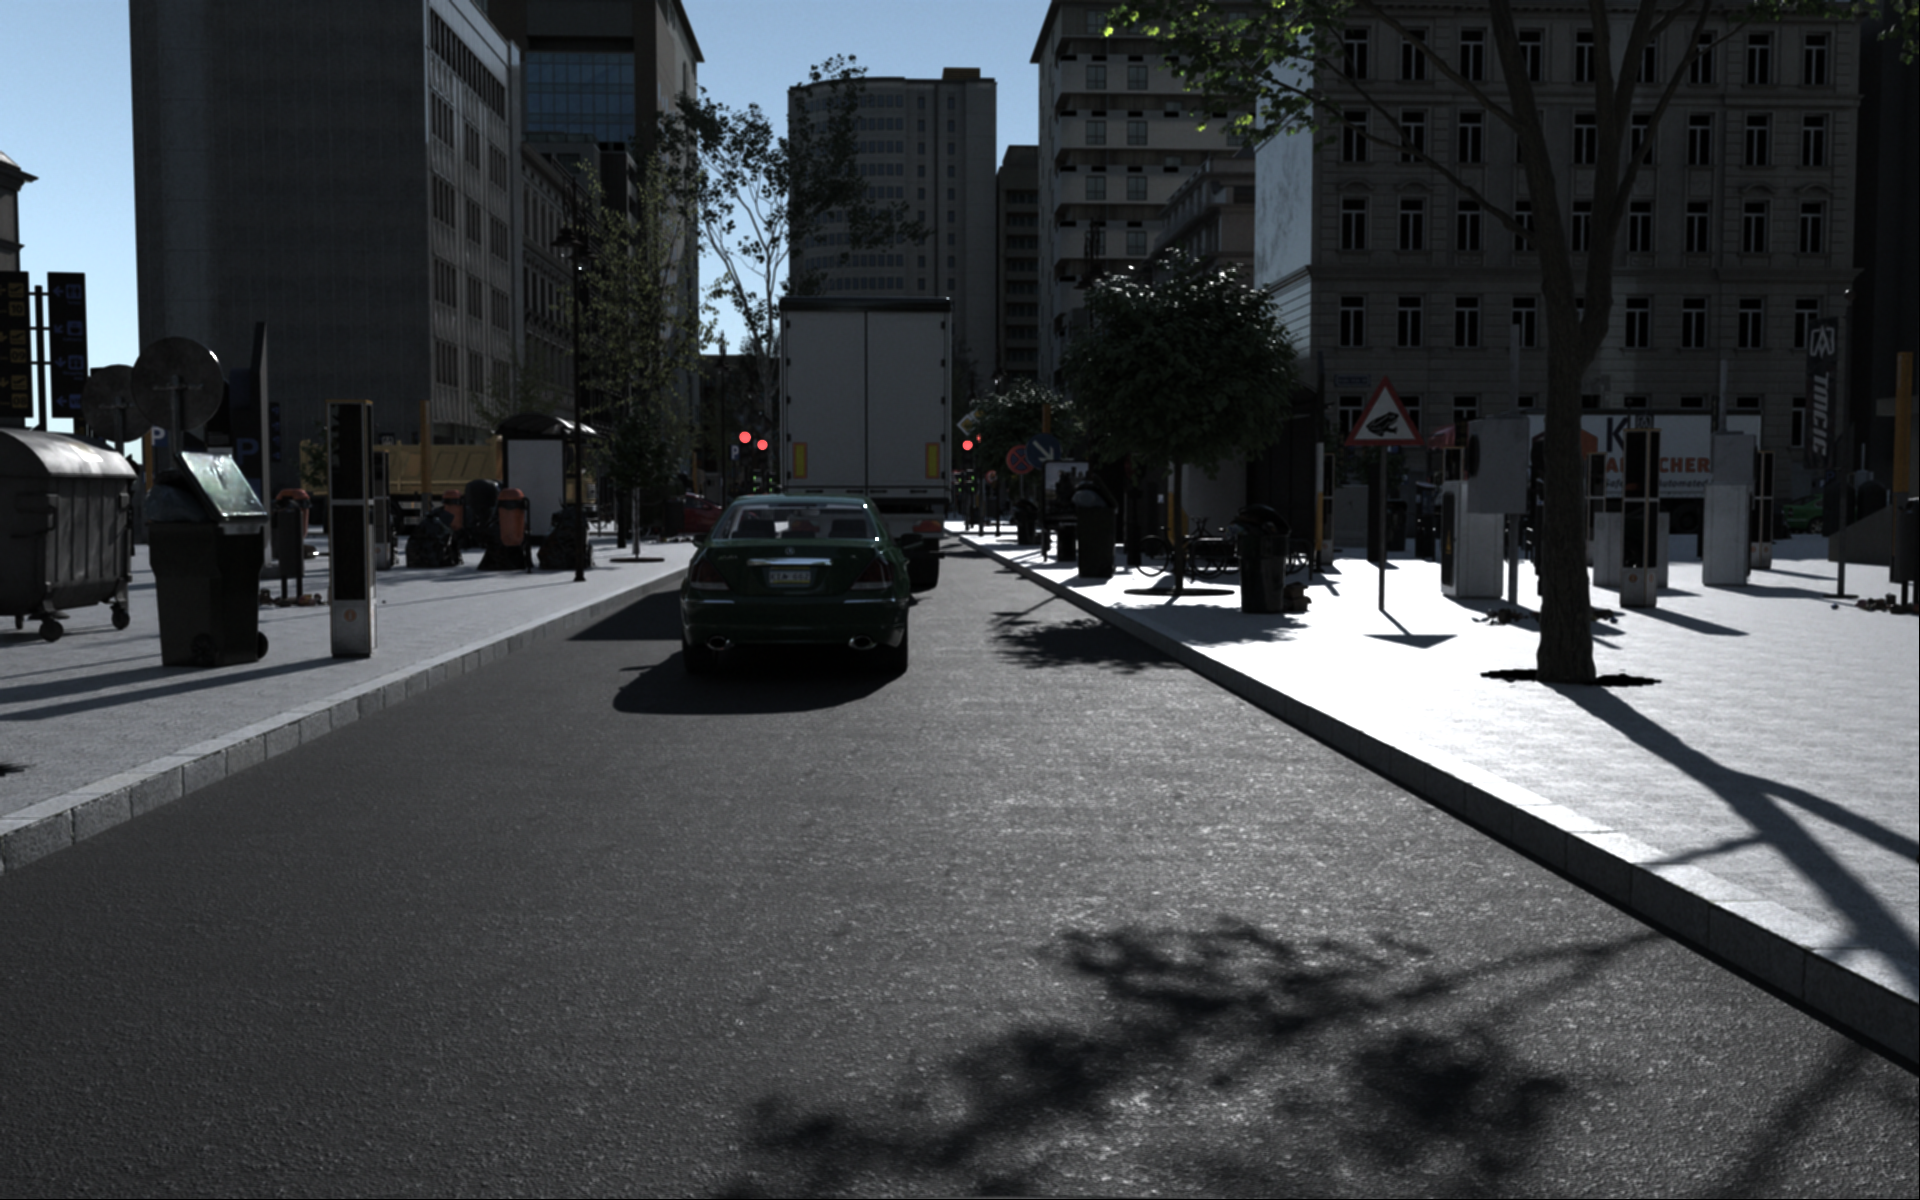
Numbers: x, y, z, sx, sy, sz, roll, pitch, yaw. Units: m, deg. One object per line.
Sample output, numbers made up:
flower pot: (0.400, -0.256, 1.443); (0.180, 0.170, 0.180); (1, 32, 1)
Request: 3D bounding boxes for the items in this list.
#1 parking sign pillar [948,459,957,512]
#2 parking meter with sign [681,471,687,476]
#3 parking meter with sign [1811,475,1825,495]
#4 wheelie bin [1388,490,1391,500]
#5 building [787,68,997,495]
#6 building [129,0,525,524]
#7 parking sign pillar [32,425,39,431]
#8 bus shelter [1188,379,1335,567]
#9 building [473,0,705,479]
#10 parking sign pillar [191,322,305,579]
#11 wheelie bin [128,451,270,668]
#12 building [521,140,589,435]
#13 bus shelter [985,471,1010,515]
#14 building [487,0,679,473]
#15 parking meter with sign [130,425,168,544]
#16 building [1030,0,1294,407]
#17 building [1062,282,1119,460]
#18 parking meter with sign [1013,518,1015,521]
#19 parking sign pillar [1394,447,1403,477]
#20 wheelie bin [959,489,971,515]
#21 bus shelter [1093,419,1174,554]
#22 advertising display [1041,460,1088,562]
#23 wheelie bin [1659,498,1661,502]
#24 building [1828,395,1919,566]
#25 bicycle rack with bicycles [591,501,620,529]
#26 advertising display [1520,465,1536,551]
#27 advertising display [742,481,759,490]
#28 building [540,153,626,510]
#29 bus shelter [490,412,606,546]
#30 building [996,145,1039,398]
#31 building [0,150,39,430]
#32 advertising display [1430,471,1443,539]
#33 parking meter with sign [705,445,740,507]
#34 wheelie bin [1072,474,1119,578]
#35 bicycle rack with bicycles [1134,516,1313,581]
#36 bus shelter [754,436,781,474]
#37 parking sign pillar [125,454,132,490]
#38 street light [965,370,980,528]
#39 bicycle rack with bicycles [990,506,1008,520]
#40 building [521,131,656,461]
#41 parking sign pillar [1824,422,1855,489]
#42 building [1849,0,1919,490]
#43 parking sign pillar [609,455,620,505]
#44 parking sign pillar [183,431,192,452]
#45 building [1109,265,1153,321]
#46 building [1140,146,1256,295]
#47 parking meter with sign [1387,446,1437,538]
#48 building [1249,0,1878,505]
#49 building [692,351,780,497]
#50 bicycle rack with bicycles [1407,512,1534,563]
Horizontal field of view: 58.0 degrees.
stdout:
parking sign pillar: (-0.930, -8.506, 127.550); (1.447, 3.967, 1.447); (-2, 4, -24)
parking meter with sign: (-20.222, -8.221, 130.674); (1.738, 3.016, 0.543); (3, 4, 38)
parking meter with sign: (34.936, -4.532, 70.354); (0.543, 3.016, 1.738); (0, 4, 5)
wheelie bin: (12.786, -2.765, 53.121); (0.980, 1.594, 0.693); (3, 5, 44)
building: (-9.637, -42.840, 242.425); (28.212, 58.520, 21.231); (0, 4, -3)
building: (-28.884, -16.173, 82.450); (12.078, 24.808, 19.932); (0, 4, -3)
parking sign pillar: (-35.450, -4.721, 65.661); (1.447, 3.967, 1.447); (2, 4, 26)
bus shelter: (5.318, -2.368, 32.644); (2.014, 3.302, 5.546); (0, 4, -3)
building: (-41.692, -36.186, 180.886); (27.495, 52.752, 28.713); (0, 4, -3)
parking sign pillar: (-10.862, -2.328, 26.540); (1.447, 3.967, 1.447); (-1, 4, -17)
wheelie bin: (-5.699, -0.314, 13.048); (0.693, 1.594, 0.980); (1, 4, 13)
building: (-29.098, -16.749, 102.731); (11.050, 23.489, 19.941); (0, 4, -3)
bus shelter: (2.429, -6.958, 107.686); (2.014, 3.302, 5.546); (0, 4, -3)
building: (-33.133, -30.909, 155.475); (14.600, 45.320, 14.200); (0, 4, -3)
parking meter with sign: (-20.977, -2.953, 44.545); (1.738, 3.016, 0.543); (3, 5, 43)
building: (22.858, -36.332, 183.269); (28.713, 52.752, 27.495); (0, 4, -3)
building: (24.540, -19.027, 156.127); (27.650, 21.520, 28.899); (0, 4, -3)
parking meter with sign: (3.161, -4.860, 75.715); (1.738, 3.016, 0.543); (0, 4, -4)
parking sign pillar: (17.070, -4.936, 69.178); (1.447, 3.967, 1.447); (-2, 4, -32)
wheelie bin: (0.382, -5.939, 105.018); (0.980, 1.594, 0.693); (-1, 4, -17)
bus shelter: (3.838, -2.971, 39.857); (1.731, 3.624, 6.357); (0, 4, -3)
advertising display: (2.033, -1.696, 32.940); (0.974, 1.923, 0.123); (-1, 4, -13)
wheelie bin: (19.880, -2.598, 50.391); (0.980, 1.594, 0.693); (-3, 4, -39)
building: (32.990, -20.416, 25.682); (32.217, 40.220, 23.993); (0, 4, -3)
bicycle rack with bicycles: (-11.910, -3.125, 64.481); (2.925, 0.926, 2.852); (1, 4, 13)
advertising display: (12.909, -2.090, 39.379); (0.123, 1.923, 0.974); (0, 4, 5)
advertising display: (-10.080, -4.783, 83.416); (0.974, 1.923, 0.123); (-3, 5, -43)
building: (-30.713, -17.806, 120.805); (12.332, 23.373, 15.834); (0, 4, -3)
bus shelter: (-10.687, -3.148, 45.389); (2.014, 3.302, 5.546); (0, 4, -3)
building: (15.291, -37.926, 243.795); (21.600, 48.544, 21.300); (0, 4, -3)
building: (-53.076, -12.980, 76.858); (19.286, 19.102, 10.561); (0, 4, -3)
advertising display: (13.761, -2.702, 49.384); (0.974, 1.923, 0.123); (-3, 4, -36)
parking meter with sign: (-8.672, -3.993, 61.552); (1.738, 3.016, 0.543); (2, 4, 30)
wheelie bin: (2.094, -1.153, 26.756); (0.693, 1.594, 0.980); (1, 4, 9)
bicycle rack with bicycles: (4.143, -0.813, 26.676); (2.925, 0.926, 2.852); (0, 4, 0)
bus shelter: (-12.126, -8.157, 111.003); (2.179, 5.291, 8.768); (0, 4, -3)
parking sign pillar: (-56.192, -7.810, 116.166); (1.447, 3.967, 1.447); (2, 4, 27)
street light: (0.454, -5.627, 64.787); (0.468, 5.910, 1.993); (0, 4, -3)
bicycle rack with bicycles: (2.716, -4.384, 85.062); (2.852, 0.926, 2.925); (1, 4, 16)
building: (-32.852, -22.630, 141.700); (14.160, 30.474, 14.107); (0, 4, -3)
parking sign pillar: (32.607, -4.635, 64.255); (1.447, 3.967, 1.447); (-3, 4, -37)
building: (52.284, -17.697, 82.845); (24.014, 27.812, 14.314); (0, 4, -3)
parking sign pillar: (-19.767, -6.835, 100.219); (1.447, 3.967, 1.447); (-3, 5, -44)
parking sign pillar: (-31.487, -5.103, 71.913); (1.447, 3.967, 1.447); (-2, 4, -30)
building: (16.692, -16.052, 127.071); (10.561, 19.102, 19.286); (0, 4, -3)
building: (19.314, -16.099, 105.026); (13.314, 21.916, 24.055); (0, 4, -3)
parking meter with sign: (13.218, -3.314, 50.447); (1.738, 3.016, 0.543); (-2, 4, -29)
building: (26.991, -17.359, 81.076); (25.104, 27.353, 12.463); (0, 4, -3)
building: (-38.764, -24.493, 245.505); (28.899, 21.520, 27.650); (0, 4, -3)
bicycle rack with bicycles: (9.878, -1.215, 33.251); (2.852, 0.926, 2.925); (1, 4, 16)
